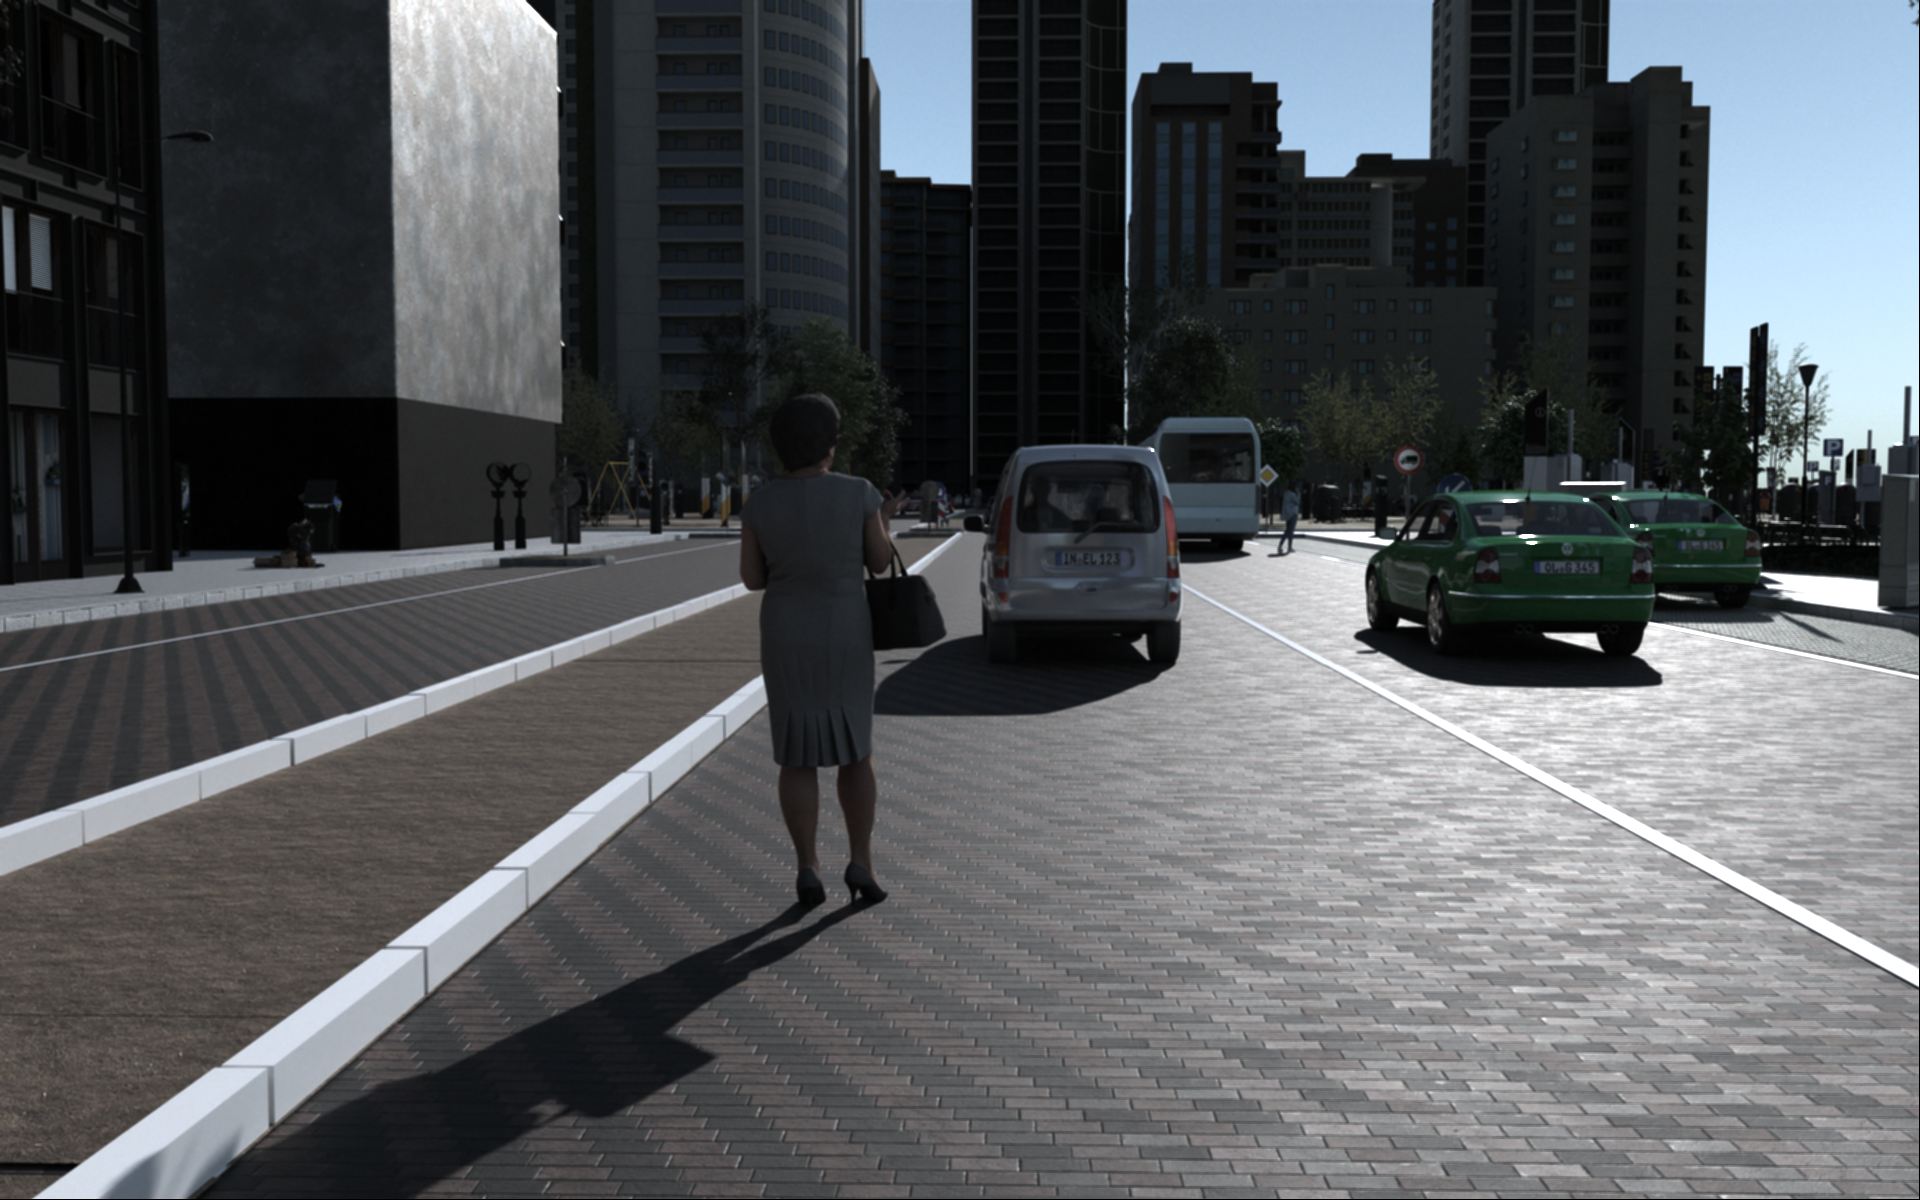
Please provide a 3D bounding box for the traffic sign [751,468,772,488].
[{"bbox_3d":[-7.502,-3.785,65.535,0.795,2.450,0.064,0,4,2],"label":"traffic sign"}]

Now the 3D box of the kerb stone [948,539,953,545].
[{"bbox_3d":[-0.344,-1.476,46.423,0.120,0.150,1.000,0,4,2],"label":"kerb stone"}]

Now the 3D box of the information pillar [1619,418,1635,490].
[{"bbox_3d":[20.469,-3.787,53.280,0.183,3.616,0.504,-3,5,-41],"label":"information pillar"}]

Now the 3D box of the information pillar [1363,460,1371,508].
[{"bbox_3d":[27.191,-7.606,115.708,0.504,3.616,0.183,2,4,23],"label":"information pillar"}]

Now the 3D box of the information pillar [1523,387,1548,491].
[{"bbox_3d":[12.625,-2.851,37.972,0.504,3.616,0.183,1,4,23],"label":"information pillar"}]

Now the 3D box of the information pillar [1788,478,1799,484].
[{"bbox_3d":[36.992,-4.430,76.919,0.304,2.012,0.304,-1,4,-22],"label":"information pillar"}]

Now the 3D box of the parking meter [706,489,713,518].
[{"bbox_3d":[-13.209,-5.078,91.442,0.372,1.533,0.369,0,3,0],"label":"parking meter"}]

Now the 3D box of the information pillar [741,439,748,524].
[{"bbox_3d":[-9.151,-5.030,73.598,0.183,3.616,0.504,-2,4,-26],"label":"information pillar"}]

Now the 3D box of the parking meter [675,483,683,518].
[{"bbox_3d":[-14.941,-5.281,92.055,0.399,1.863,0.255,-2,4,-31],"label":"parking meter"}]

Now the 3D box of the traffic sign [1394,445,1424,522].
[{"bbox_3d":[11.660,-2.748,45.043,0.768,2.556,0.104,1,4,9],"label":"traffic sign"}]

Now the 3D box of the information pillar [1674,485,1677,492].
[{"bbox_3d":[57.255,-8.221,138.897,0.304,2.012,0.304,-2,4,-25],"label":"information pillar"}]

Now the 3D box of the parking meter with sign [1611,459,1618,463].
[{"bbox_3d":[32.217,-5.422,84.908,0.543,3.016,1.738,1,4,19],"label":"parking meter with sign"}]

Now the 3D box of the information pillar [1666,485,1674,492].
[{"bbox_3d":[54.805,-7.916,133.925,0.304,2.012,0.304,3,5,43],"label":"information pillar"}]

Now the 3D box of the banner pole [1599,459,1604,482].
[{"bbox_3d":[43.583,-7.810,117.716,0.401,3.779,0.863,3,5,41],"label":"banner pole"}]

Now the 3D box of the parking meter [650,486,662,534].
[{"bbox_3d":[-9.807,-2.901,55.846,0.372,1.533,0.369,0,3,0],"label":"parking meter"}]

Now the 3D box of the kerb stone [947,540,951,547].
[{"bbox_3d":[-0.375,-1.414,45.398,0.120,0.150,1.000,0,4,2],"label":"kerb stone"}]

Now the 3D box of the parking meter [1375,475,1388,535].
[{"bbox_3d":[13.122,-2.950,53.952,0.255,1.863,0.399,-1,4,-11],"label":"parking meter"}]

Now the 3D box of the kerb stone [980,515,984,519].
[{"bbox_3d":[1.500,-5.275,108.459,0.120,0.150,1.000,0,4,2],"label":"kerb stone"}]

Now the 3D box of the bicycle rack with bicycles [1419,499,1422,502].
[{"bbox_3d":[34.800,-7.243,131.803,2.852,0.926,2.925,1,4,19],"label":"bicycle rack with bicycles"}]

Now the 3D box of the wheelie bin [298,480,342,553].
[{"bbox_3d":[-14.073,-1.851,38.172,0.980,1.594,0.693,0,4,-3],"label":"wheelie bin"}]

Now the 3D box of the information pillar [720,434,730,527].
[{"bbox_3d":[-9.170,-4.668,67.680,0.183,3.616,0.504,2,4,31],"label":"information pillar"}]

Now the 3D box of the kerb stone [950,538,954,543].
[{"bbox_3d":[-0.312,-1.543,47.444,0.120,0.150,1.000,0,4,2],"label":"kerb stone"}]

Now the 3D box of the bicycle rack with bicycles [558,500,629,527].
[{"bbox_3d":[-14.940,-3.349,68.136,2.852,0.926,2.925,2,4,27],"label":"bicycle rack with bicycles"}]

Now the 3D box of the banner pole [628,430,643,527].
[{"bbox_3d":[-12.696,-4.737,67.463,0.401,3.779,0.863,-3,5,-43],"label":"banner pole"}]

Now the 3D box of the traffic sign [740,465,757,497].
[{"bbox_3d":[-9.233,-4.623,75.689,0.768,2.556,0.104,0,4,6],"label":"traffic sign"}]

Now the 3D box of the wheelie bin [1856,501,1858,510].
[{"bbox_3d":[56.680,-6.248,110.056,0.980,1.594,0.693,0,4,-6],"label":"wheelie bin"}]

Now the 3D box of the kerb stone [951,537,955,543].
[{"bbox_3d":[-0.291,-1.607,48.466,0.120,0.150,1.000,0,4,2],"label":"kerb stone"}]

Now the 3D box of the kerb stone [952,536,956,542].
[{"bbox_3d":[-0.261,-1.670,49.492,0.120,0.150,1.000,0,4,2],"label":"kerb stone"}]

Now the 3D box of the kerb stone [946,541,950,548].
[{"bbox_3d":[-0.405,-1.355,44.375,0.120,0.150,1.000,0,4,2],"label":"kerb stone"}]

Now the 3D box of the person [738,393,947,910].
[{"bbox_3d":[-0.402,0.169,6.093,0.716,1.782,0.532,0,4,3],"label":"person"}]

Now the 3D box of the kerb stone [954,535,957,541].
[{"bbox_3d":[-0.225,-1.732,50.516,0.120,0.150,1.000,0,4,2],"label":"kerb stone"}]

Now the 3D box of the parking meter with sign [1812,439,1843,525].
[{"bbox_3d":[27.864,-3.629,55.598,0.543,3.016,1.738,1,4,18],"label":"parking meter with sign"}]

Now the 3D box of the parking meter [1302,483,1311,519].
[{"bbox_3d":[17.546,-5.022,87.813,0.255,1.863,0.399,-3,5,-42],"label":"parking meter"}]

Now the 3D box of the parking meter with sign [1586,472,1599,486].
[{"bbox_3d":[50.144,-8.567,136.332,0.543,3.016,1.738,-3,4,-36],"label":"parking meter with sign"}]

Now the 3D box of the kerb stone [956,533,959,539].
[{"bbox_3d":[-0.167,-1.856,52.559,0.120,0.150,1.000,0,4,2],"label":"kerb stone"}]

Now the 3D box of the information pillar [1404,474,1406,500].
[{"bbox_3d":[27.486,-7.045,106.537,0.183,3.616,0.504,-1,4,-19],"label":"information pillar"}]

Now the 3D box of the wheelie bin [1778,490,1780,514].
[{"bbox_3d":[58.329,-7.077,123.615,0.980,1.594,0.693,-2,4,-24],"label":"wheelie bin"}]

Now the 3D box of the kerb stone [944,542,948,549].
[{"bbox_3d":[-0.435,-1.294,43.345,0.120,0.150,1.000,0,4,2],"label":"kerb stone"}]

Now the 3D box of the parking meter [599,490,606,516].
[{"bbox_3d":[-20.538,-5.567,99.428,0.372,1.533,0.369,0,3,0],"label":"parking meter"}]

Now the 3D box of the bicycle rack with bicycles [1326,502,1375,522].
[{"bbox_3d":[18.545,-4.143,81.125,2.925,0.926,2.852,0,4,-8],"label":"bicycle rack with bicycles"}]

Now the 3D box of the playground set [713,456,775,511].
[{"bbox_3d":[-16.970,-8.828,131.118,5.637,4.214,5.302,0,4,1],"label":"playground set"}]

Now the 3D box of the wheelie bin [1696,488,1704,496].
[{"bbox_3d":[39.486,-5.202,92.961,0.693,1.594,0.980,-2,4,-28],"label":"wheelie bin"}]

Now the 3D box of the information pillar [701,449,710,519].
[{"bbox_3d":[-13.146,-5.998,89.421,0.504,3.616,0.183,2,4,35],"label":"information pillar"}]

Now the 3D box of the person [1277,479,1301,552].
[{"bbox_3d":[8.098,-2.071,42.631,0.793,1.790,0.793,3,5,43],"label":"person"}]

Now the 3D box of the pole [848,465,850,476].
[{"bbox_3d":[-7.843,-7.859,122.343,0.158,3.312,0.155,0,3,0],"label":"pole"}]

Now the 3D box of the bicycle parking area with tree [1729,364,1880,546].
[{"bbox_3d":[21.317,-3.168,38.798,8.231,4.147,9.016,0,4,7],"label":"bicycle parking area with tree"}]

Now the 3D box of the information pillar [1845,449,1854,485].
[{"bbox_3d":[46.362,-6.052,90.299,0.183,3.616,0.504,-1,4,-13],"label":"information pillar"}]

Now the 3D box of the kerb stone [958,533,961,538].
[{"bbox_3d":[-0.127,-1.915,53.580,0.120,0.150,1.000,0,4,2],"label":"kerb stone"}]

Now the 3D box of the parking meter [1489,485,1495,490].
[{"bbox_3d":[34.751,-6.567,113.076,0.399,1.863,0.255,2,4,26],"label":"parking meter"}]

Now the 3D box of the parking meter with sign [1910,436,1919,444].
[{"bbox_3d":[28.466,-3.370,51.363,0.543,3.016,1.738,2,4,25],"label":"parking meter with sign"}]

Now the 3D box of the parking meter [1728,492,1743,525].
[{"bbox_3d":[22.850,-2.607,51.036,0.372,1.533,0.369,0,3,0],"label":"parking meter"}]

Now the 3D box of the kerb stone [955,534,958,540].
[{"bbox_3d":[-0.199,-1.795,51.538,0.120,0.150,1.000,0,4,2],"label":"kerb stone"}]

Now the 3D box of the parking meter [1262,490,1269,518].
[{"bbox_3d":[16.684,-5.265,94.501,0.372,1.533,0.369,0,3,0],"label":"parking meter"}]

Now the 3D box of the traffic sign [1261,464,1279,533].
[{"bbox_3d":[10.097,-3.264,57.006,0.795,2.450,0.064,0,4,2],"label":"traffic sign"}]

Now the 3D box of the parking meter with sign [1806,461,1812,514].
[{"bbox_3d":[43.615,-5.599,87.797,0.543,3.016,1.738,-2,4,-24],"label":"parking meter with sign"}]

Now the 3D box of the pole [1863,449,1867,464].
[{"bbox_3d":[40.908,-5.165,78.291,0.158,3.312,0.155,0,3,0],"label":"pole"}]

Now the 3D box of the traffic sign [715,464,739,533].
[{"bbox_3d":[-7.738,-3.297,57.553,0.795,2.450,0.064,0,4,2],"label":"traffic sign"}]
